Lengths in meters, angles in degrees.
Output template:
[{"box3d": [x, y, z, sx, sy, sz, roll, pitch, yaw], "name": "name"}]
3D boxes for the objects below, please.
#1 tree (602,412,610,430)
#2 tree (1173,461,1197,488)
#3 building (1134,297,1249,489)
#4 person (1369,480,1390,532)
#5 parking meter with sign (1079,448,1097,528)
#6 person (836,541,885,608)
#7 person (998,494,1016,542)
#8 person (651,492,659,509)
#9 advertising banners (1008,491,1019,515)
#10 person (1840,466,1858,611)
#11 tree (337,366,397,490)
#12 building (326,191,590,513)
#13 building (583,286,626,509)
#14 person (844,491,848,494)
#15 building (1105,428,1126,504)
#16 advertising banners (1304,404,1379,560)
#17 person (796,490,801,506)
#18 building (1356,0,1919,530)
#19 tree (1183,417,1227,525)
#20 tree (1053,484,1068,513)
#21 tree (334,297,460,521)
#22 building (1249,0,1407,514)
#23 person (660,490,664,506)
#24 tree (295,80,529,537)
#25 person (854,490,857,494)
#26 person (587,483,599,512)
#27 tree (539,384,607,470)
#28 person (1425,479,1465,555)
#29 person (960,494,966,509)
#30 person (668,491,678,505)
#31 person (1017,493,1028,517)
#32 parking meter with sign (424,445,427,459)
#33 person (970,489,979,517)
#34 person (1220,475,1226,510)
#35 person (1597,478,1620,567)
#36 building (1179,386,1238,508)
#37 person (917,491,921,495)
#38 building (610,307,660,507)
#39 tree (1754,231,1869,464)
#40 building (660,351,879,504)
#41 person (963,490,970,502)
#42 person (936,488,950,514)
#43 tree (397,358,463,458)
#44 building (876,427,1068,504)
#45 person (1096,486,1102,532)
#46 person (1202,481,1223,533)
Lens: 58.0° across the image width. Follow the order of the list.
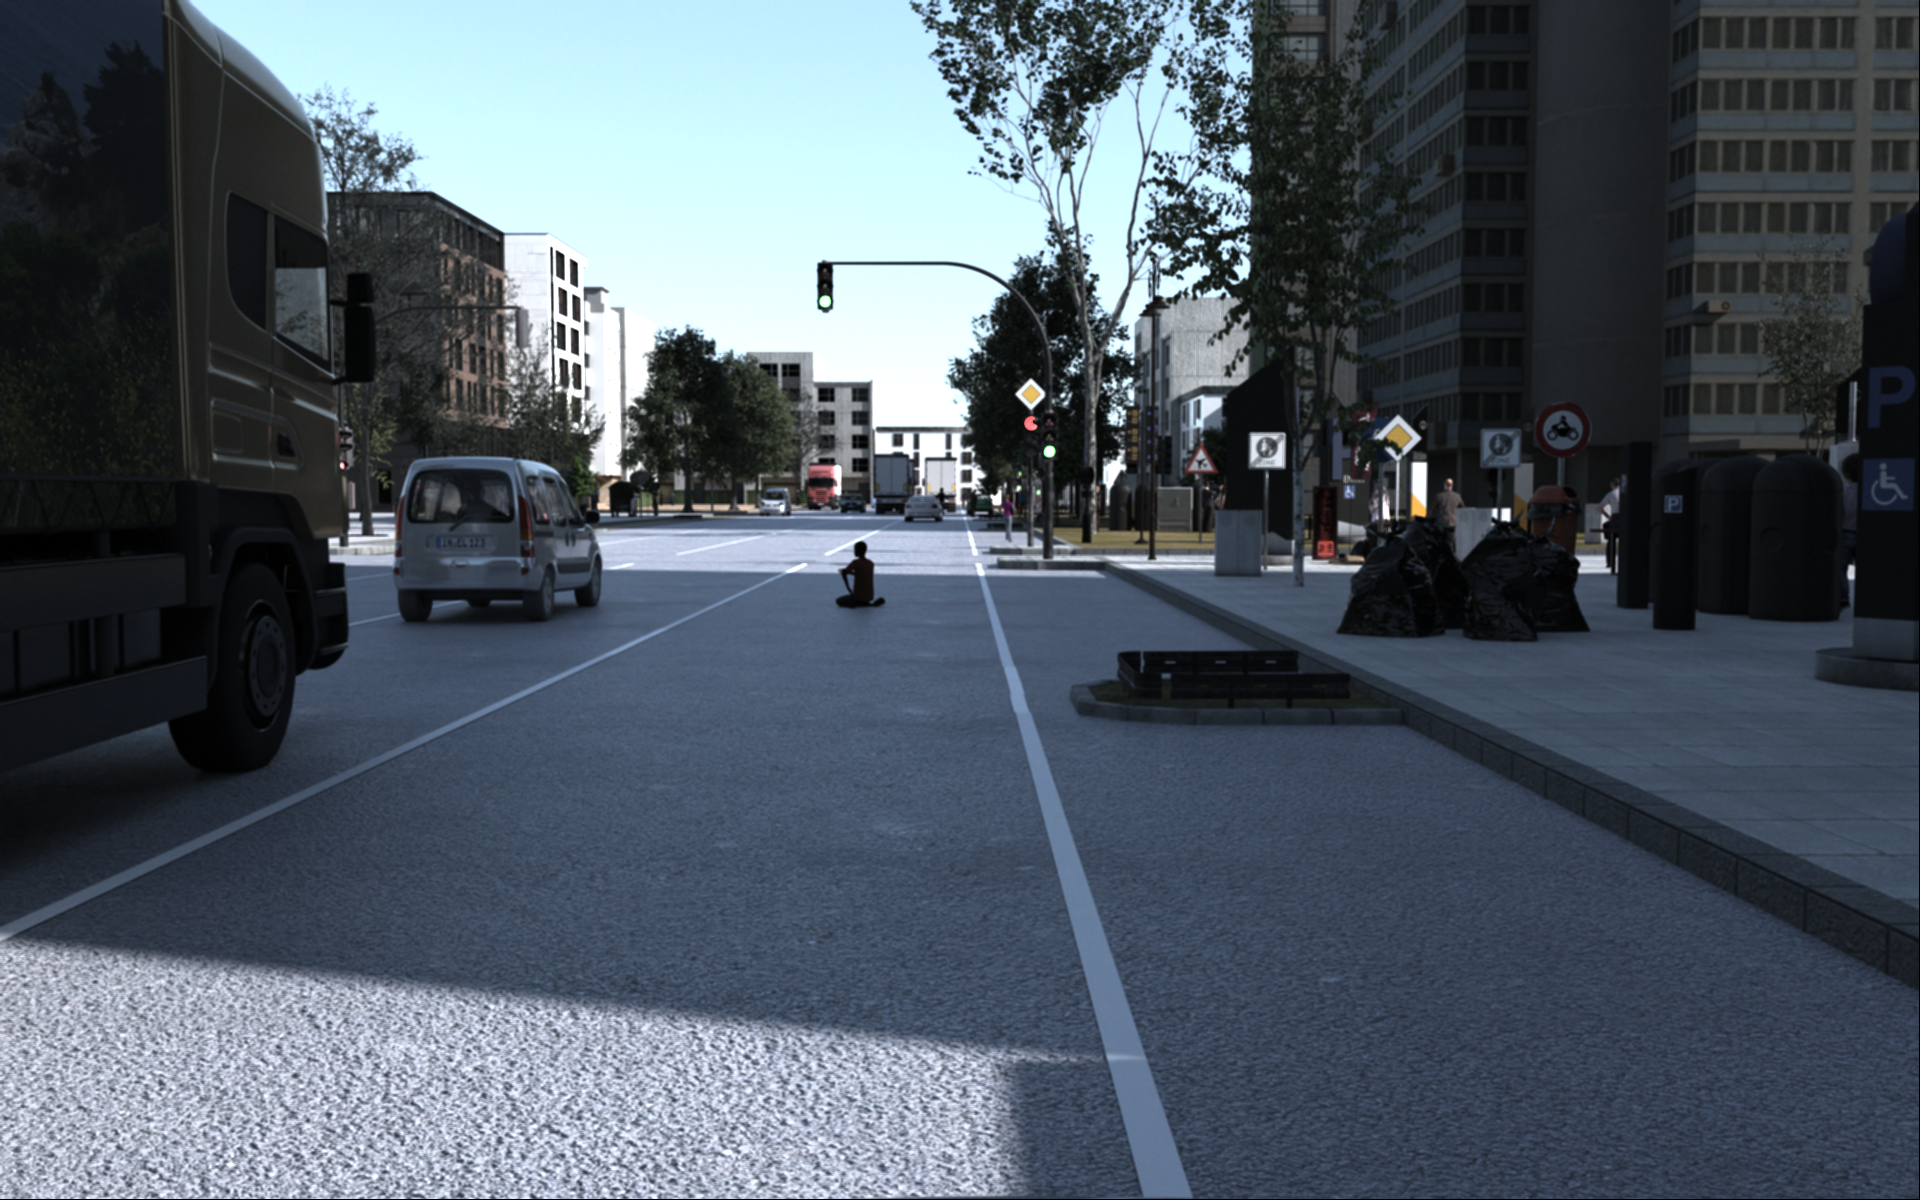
[{"box3d": [-22.807, -9.196, 100.713, 4.360, 8.622, 3.978, 0, 3, 0], "name": "tree"}, {"box3d": [13.731, -6.642, 103.197, 1.663, 3.219, 1.824, 0, 3, 0], "name": "tree"}, {"box3d": [26.392, -18.191, 163.872, 16.747, 18.905, 31.486, 0, 3, 0], "name": "building"}, {"box3d": [8.958, -1.709, 37.116, 0.621, 1.740, 0.551, 1, 4, 14], "name": "person"}, {"box3d": [4.820, -4.257, 65.856, 0.543, 3.016, 1.738, 0, 4, -4], "name": "parking meter with sign"}, {"box3d": [-1.357, -0.324, 22.080, 0.655, 0.850, 0.859, 3, 5, 43], "name": "person"}, {"box3d": [1.443, -2.446, 51.720, 0.726, 1.435, 0.776, 1, 4, 14], "name": "person"}, {"box3d": [-26.256, -8.701, 149.021, 0.721, 1.735, 1.217, -3, 5, -43], "name": "person"}, {"box3d": [3.474, -6.702, 105.772, 0.090, 3.025, 2.074, -2, 4, -26], "name": "advertising banners"}, {"box3d": [9.760, -0.667, 18.911, 0.963, 1.587, 0.435, 0, 4, 0], "name": "person"}, {"box3d": [-32.799, -8.880, 95.549, 4.737, 8.622, 4.395, 0, 3, 0], "name": "tree"}, {"box3d": [-46.066, -17.709, 133.521, 27.936, 21.610, 32.646, 0, 3, 0], "name": "building"}, {"box3d": [-38.902, -18.295, 155.548, 16.016, 20.091, 11.380, 0, 3, 0], "name": "building"}, {"box3d": [-12.548, -11.092, 189.944, 1.348, 1.812, 0.705, 1, 4, 20], "name": "person"}, {"box3d": [32.362, -16.978, 219.740, 28.070, 9.664, 9.099, 0, 3, 0], "name": "building"}, {"box3d": [7.054, -2.285, 33.545, 2.074, 3.025, 0.090, 0, 4, 0], "name": "advertising banners"}, {"box3d": [-17.253, -10.917, 184.987, 0.683, 1.767, 0.568, 1, 4, 16], "name": "person"}, {"box3d": [29.876, -23.078, 69.213, 23.993, 40.220, 32.217, 0, 3, 0], "name": "building"}, {"box3d": [10.980, -5.415, 72.243, 4.285, 4.588, 4.351, 0, 3, 0], "name": "tree"}, {"box3d": [6.385, -7.416, 115.860, 1.663, 3.219, 1.824, 0, 3, 0], "name": "tree"}, {"box3d": [-28.060, -9.017, 81.836, 7.601, 10.594, 8.767, 1, 4, 16], "name": "tree"}, {"box3d": [24.837, -25.866, 106.508, 14.154, 41.232, 14.086, 0, 3, 0], "name": "building"}, {"box3d": [-32.804, -11.251, 190.706, 0.721, 1.735, 1.217, 1, 4, 13], "name": "person"}, {"box3d": [-18.220, -8.690, 52.447, 12.009, 13.543, 11.850, 0, 3, 0], "name": "tree"}, {"box3d": [-8.929, -8.505, 148.229, 0.621, 1.740, 0.551, 0, 4, -6], "name": "person"}, {"box3d": [-17.666, -4.723, 83.129, 0.709, 1.838, 0.599, 3, 5, 41], "name": "person"}, {"box3d": [-25.885, -10.064, 114.912, 4.737, 8.622, 4.395, 0, 3, 0], "name": "tree"}, {"box3d": [10.462, -1.729, 37.316, 0.990, 1.755, 0.434, 0, 4, -3], "name": "person"}, {"box3d": [0.369, -9.669, 169.806, 0.599, 1.433, 0.991, -3, 5, -45], "name": "person"}, {"box3d": [-33.083, -11.669, 199.378, 1.350, 1.814, 0.705, 1, 4, 17], "name": "person"}, {"box3d": [3.515, -5.400, 96.033, 0.444, 1.614, 0.593, -3, 5, -42], "name": "person"}, {"box3d": [-18.124, -3.994, 61.569, 1.738, 3.016, 0.543, -1, 4, -16], "name": "parking meter with sign"}, {"box3d": [0.889, -5.988, 107.088, 0.565, 1.739, 0.600, 3, 4, 38], "name": "person"}, {"box3d": [7.282, -2.488, 46.853, 0.598, 1.807, 0.434, -1, 4, -17], "name": "person"}, {"box3d": [11.358, -1.331, 30.015, 0.614, 1.554, 0.590, 1, 4, 12], "name": "person"}, {"box3d": [23.286, -11.760, 134.428, 9.099, 9.664, 28.070, 0, 3, 0], "name": "building"}, {"box3d": [-3.473, -8.626, 150.329, 0.721, 1.735, 1.217, -3, 5, -40], "name": "person"}, {"box3d": [-47.317, -18.688, 172.008, 31.486, 18.905, 16.747, 0, 3, 0], "name": "building"}, {"box3d": [23.968, -5.983, 48.177, 4.360, 8.622, 3.978, 0, 3, 0], "name": "tree"}, {"box3d": [-26.558, -21.817, 223.162, 31.486, 18.905, 16.747, 0, 3, 0], "name": "building"}, {"box3d": [0.770, -8.744, 151.476, 1.348, 1.823, 0.705, 3, 5, 41], "name": "person"}, {"box3d": [-1.287, -7.075, 123.800, 1.348, 1.869, 0.705, 3, 5, 44], "name": "person"}, {"box3d": [-26.985, -8.509, 89.478, 4.360, 8.622, 3.978, 0, 3, 0], "name": "tree"}, {"box3d": [3.570, -16.970, 219.602, 28.070, 9.664, 9.099, 0, 3, 0], "name": "building"}, {"box3d": [4.518, -3.030, 57.851, 0.388, 1.546, 0.482, -2, 4, -35], "name": "person"}, {"box3d": [8.337, -3.094, 57.432, 0.742, 1.727, 0.445, 0, 4, 4], "name": "person"}]
